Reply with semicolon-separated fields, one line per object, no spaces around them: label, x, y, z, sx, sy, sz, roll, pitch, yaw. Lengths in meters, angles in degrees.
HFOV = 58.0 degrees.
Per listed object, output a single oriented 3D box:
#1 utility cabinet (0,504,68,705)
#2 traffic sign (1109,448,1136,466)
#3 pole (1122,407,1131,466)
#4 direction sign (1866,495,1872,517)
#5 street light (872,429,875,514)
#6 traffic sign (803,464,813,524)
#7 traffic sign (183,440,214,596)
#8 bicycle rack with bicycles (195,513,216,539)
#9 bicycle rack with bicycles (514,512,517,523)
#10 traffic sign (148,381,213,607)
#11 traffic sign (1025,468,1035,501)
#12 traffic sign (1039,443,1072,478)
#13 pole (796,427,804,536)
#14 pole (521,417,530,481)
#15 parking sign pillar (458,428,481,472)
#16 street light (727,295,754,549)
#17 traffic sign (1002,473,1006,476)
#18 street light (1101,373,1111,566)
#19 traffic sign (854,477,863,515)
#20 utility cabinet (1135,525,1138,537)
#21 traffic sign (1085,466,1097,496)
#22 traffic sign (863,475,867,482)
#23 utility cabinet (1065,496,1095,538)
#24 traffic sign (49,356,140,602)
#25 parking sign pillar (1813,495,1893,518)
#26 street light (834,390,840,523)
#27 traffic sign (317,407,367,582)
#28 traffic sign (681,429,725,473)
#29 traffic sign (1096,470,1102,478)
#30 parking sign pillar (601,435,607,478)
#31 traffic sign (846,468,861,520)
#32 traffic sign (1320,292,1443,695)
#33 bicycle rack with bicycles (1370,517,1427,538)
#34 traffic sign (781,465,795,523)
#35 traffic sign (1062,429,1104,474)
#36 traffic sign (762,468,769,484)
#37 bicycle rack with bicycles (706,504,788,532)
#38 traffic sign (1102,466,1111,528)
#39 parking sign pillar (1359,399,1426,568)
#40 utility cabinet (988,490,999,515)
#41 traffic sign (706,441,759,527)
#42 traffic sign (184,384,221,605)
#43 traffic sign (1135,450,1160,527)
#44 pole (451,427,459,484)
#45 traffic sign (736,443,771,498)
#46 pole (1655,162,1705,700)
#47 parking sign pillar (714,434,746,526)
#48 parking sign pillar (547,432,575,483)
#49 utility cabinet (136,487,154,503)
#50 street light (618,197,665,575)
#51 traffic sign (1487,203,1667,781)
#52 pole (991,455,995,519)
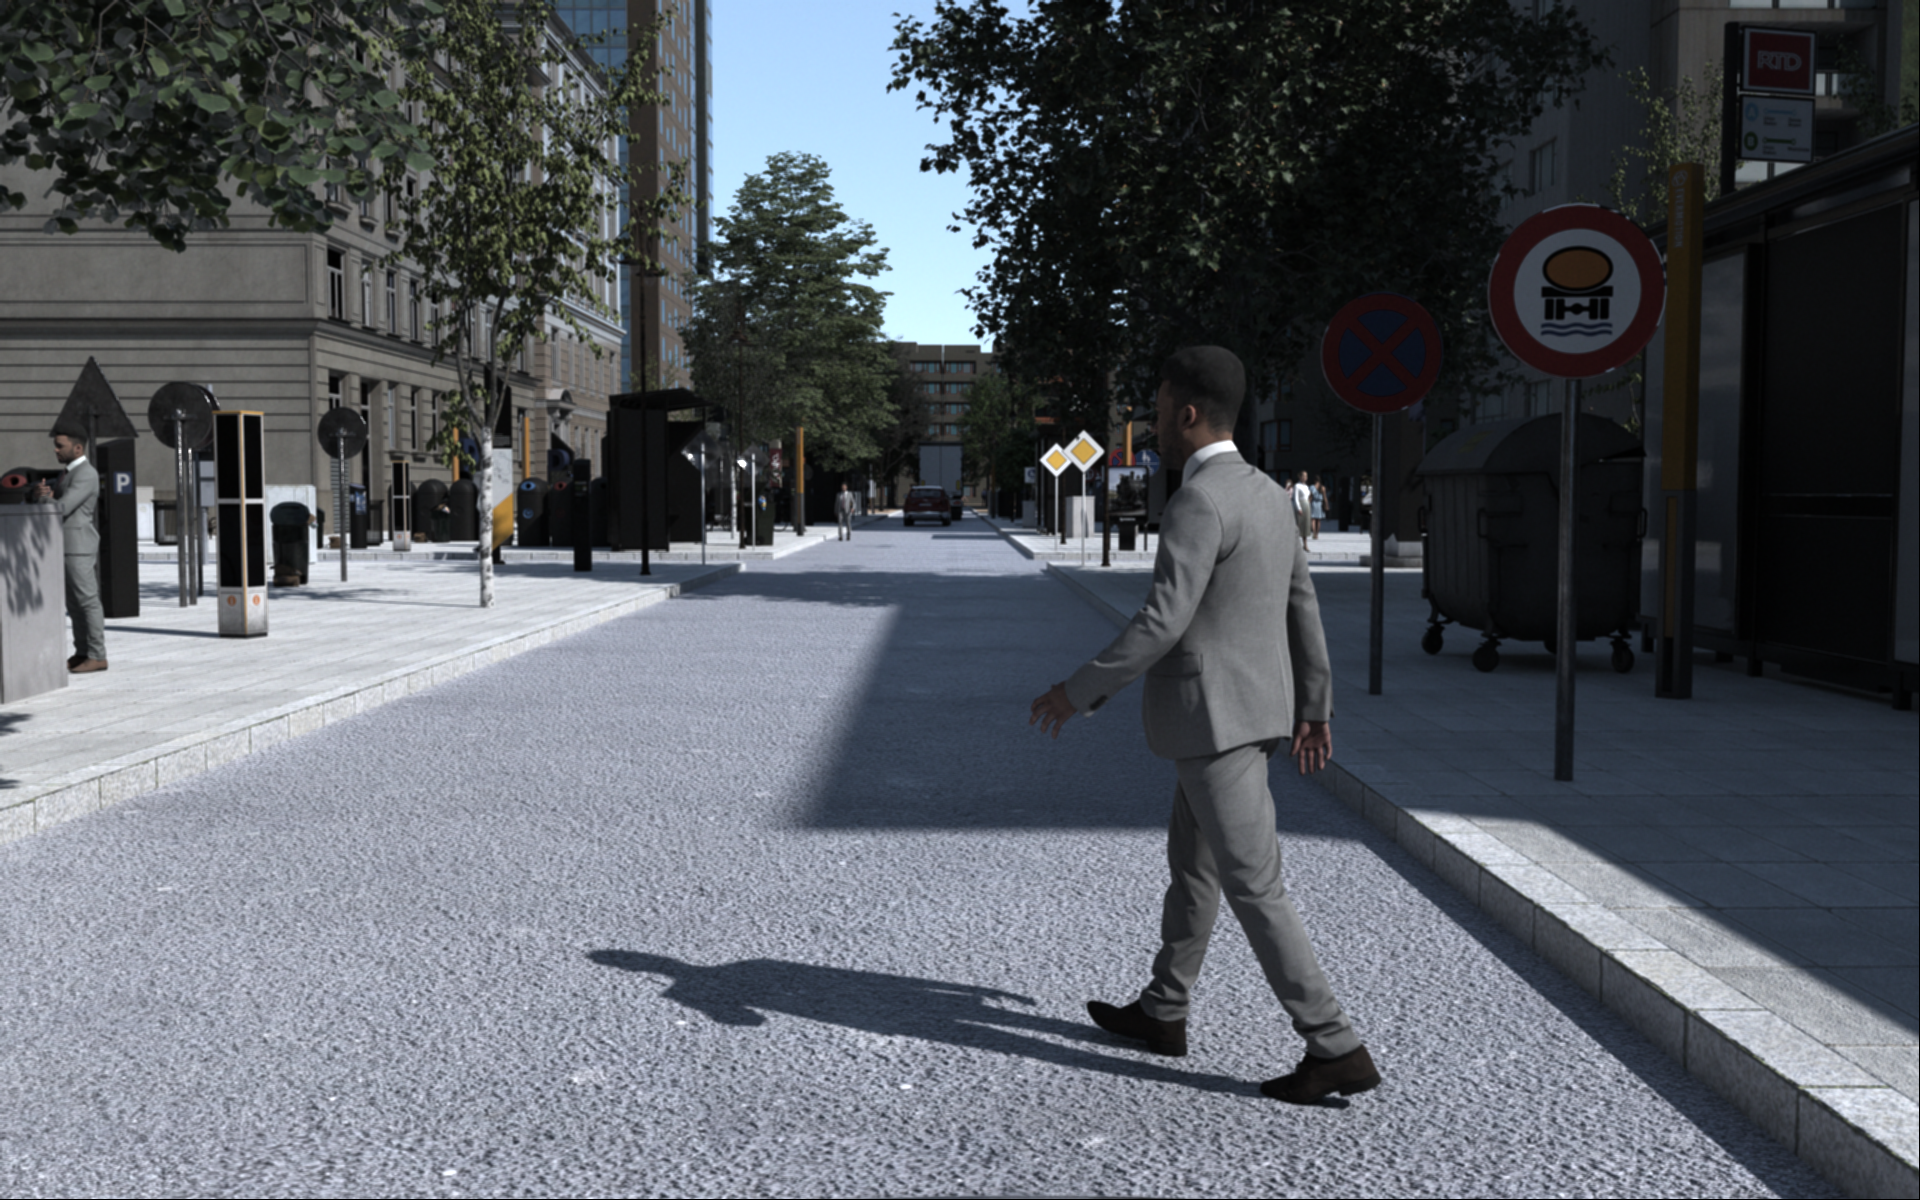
utility cabinet;-6.036;0.009;11.008;0.306;1.237;1.020;0;4;-7
traffic sign;4.461;-2.910;47.686;0.768;2.556;0.104;0;4;8
pole;3.901;-2.857;40.548;0.158;3.312;0.155;0;3;0
direction sign;12.371;-1.929;23.531;0.876;3.537;0.379;0;4;7
street light;-5.547;-8.452;110.971;0.468;5.910;1.993;0;4;0
traffic sign;-6.583;-4.463;73.069;0.768;2.556;0.104;1;4;8
traffic sign;-9.596;-1.205;21.827;0.606;2.300;0.079;0;4;7
bicycle rack with bicycles;-20.081;-2.215;49.597;2.925;0.926;2.852;1;4;17
bicycle rack with bicycles;-15.584;-3.185;65.464;2.852;0.926;2.925;3;5;43
traffic sign;-8.821;-1.192;19.593;0.768;2.556;0.104;0;4;6
traffic sign;2.756;-3.899;65.883;0.606;2.300;0.079;0;4;2
traffic sign;2.203;-2.265;39.226;0.795;2.593;0.064;0;4;0
pole;-4.880;-3.607;52.819;0.158;3.312;0.155;0;3;0
pole;-11.557;-3.197;46.117;0.158;3.312;0.155;0;3;0
parking sign pillar;-17.291;-4.418;60.701;1.447;3.967;1.447;1;4;13
street light;-5.110;-4.139;40.468;0.468;5.910;1.993;0;4;0
traffic sign;2.783;-6.142;100.534;0.768;2.556;0.104;0;4;4
street light;2.590;-3.535;30.587;0.468;5.910;1.993;0;4;0
traffic sign;-6.126;-6.256;104.417;0.606;2.300;0.079;0;4;1
utility cabinet;5.124;-2.650;52.007;0.318;1.500;1.173;0;4;-1
traffic sign;5.687;-4.698;76.916;0.768;2.556;0.104;0;4;7
traffic sign;-6.295;-6.756;110.560;0.768;2.556;0.104;0;3;0
utility cabinet;3.505;-2.414;50.636;0.306;1.237;1.020;3;5;43
traffic sign;-8.181;-1.000;16.361;0.884;2.594;0.081;0;4;4
parking sign pillar;15.281;-2.515;29.600;1.447;3.967;1.447;-1;4;-19
street light;-5.359;-6.284;75.524;0.468;5.910;1.993;0;4;0
traffic sign;-9.037;-1.543;25.331;0.768;2.556;0.104;0;4;8
traffic sign;-4.645;-1.776;31.222;0.795;2.593;0.064;0;4;0
traffic sign;6.982;-5.484;89.777;0.768;2.556;0.104;0;4;6
parking sign pillar;-11.256;-4.223;57.524;1.447;3.967;1.447;2;4;25
traffic sign;-5.231;-5.183;84.851;0.768;2.556;0.104;0;4;5
traffic sign;2.663;-0.668;11.023;0.768;2.556;0.104;0;4;2
bicycle rack with bicycles;13.274;-2.249;50.154;2.925;0.926;2.852;0;4;-7
traffic sign;-7.536;-4.722;77.204;0.884;2.594;0.081;1;4;8
traffic sign;2.249;-1.777;31.241;0.795;2.593;0.064;0;4;0
traffic sign;-7.507;-4.050;68.350;0.606;2.300;0.079;0;4;3
bicycle rack with bicycles;-7.336;-2.819;59.476;2.925;0.926;2.852;0;4;8
traffic sign;5.402;-3.688;62.432;0.606;2.300;0.079;0;4;1
parking sign pillar;7.812;-2.575;30.579;1.447;3.967;1.447;0;4;0
utility cabinet;2.321;-6.012;106.981;1.173;1.500;0.318;-1;4;-20
traffic sign;-8.825;-4.436;66.398;2.265;3.308;0.079;0;4;3
traffic sign;-8.882;-1.215;19.978;0.768;2.556;0.104;0;4;7
traffic sign;5.320;-3.023;49.536;0.768;2.556;0.104;0;4;8
pole;-14.926;-3.511;51.244;0.158;3.312;0.155;0;3;0
traffic sign;-4.691;-2.264;39.207;0.795;2.593;0.064;0;4;0
pole;4.493;-1.037;10.805;0.158;3.312;0.155;0;3;0
parking sign pillar;-9.384;-5.033;70.765;1.447;3.967;1.447;-1;4;-8
parking sign pillar;-17.285;-5.295;75.044;1.447;3.967;1.447;2;4;34
utility cabinet;-25.034;-2.675;52.411;1.173;1.500;0.318;-2;4;-24
street light;-4.995;-3.335;27.321;0.468;5.910;1.993;0;4;0
traffic sign;2.709;-0.464;7.694;0.768;2.556;0.104;0;4;5
pole;1.745;-5.918;90.599;0.158;3.312;0.155;0;3;0
